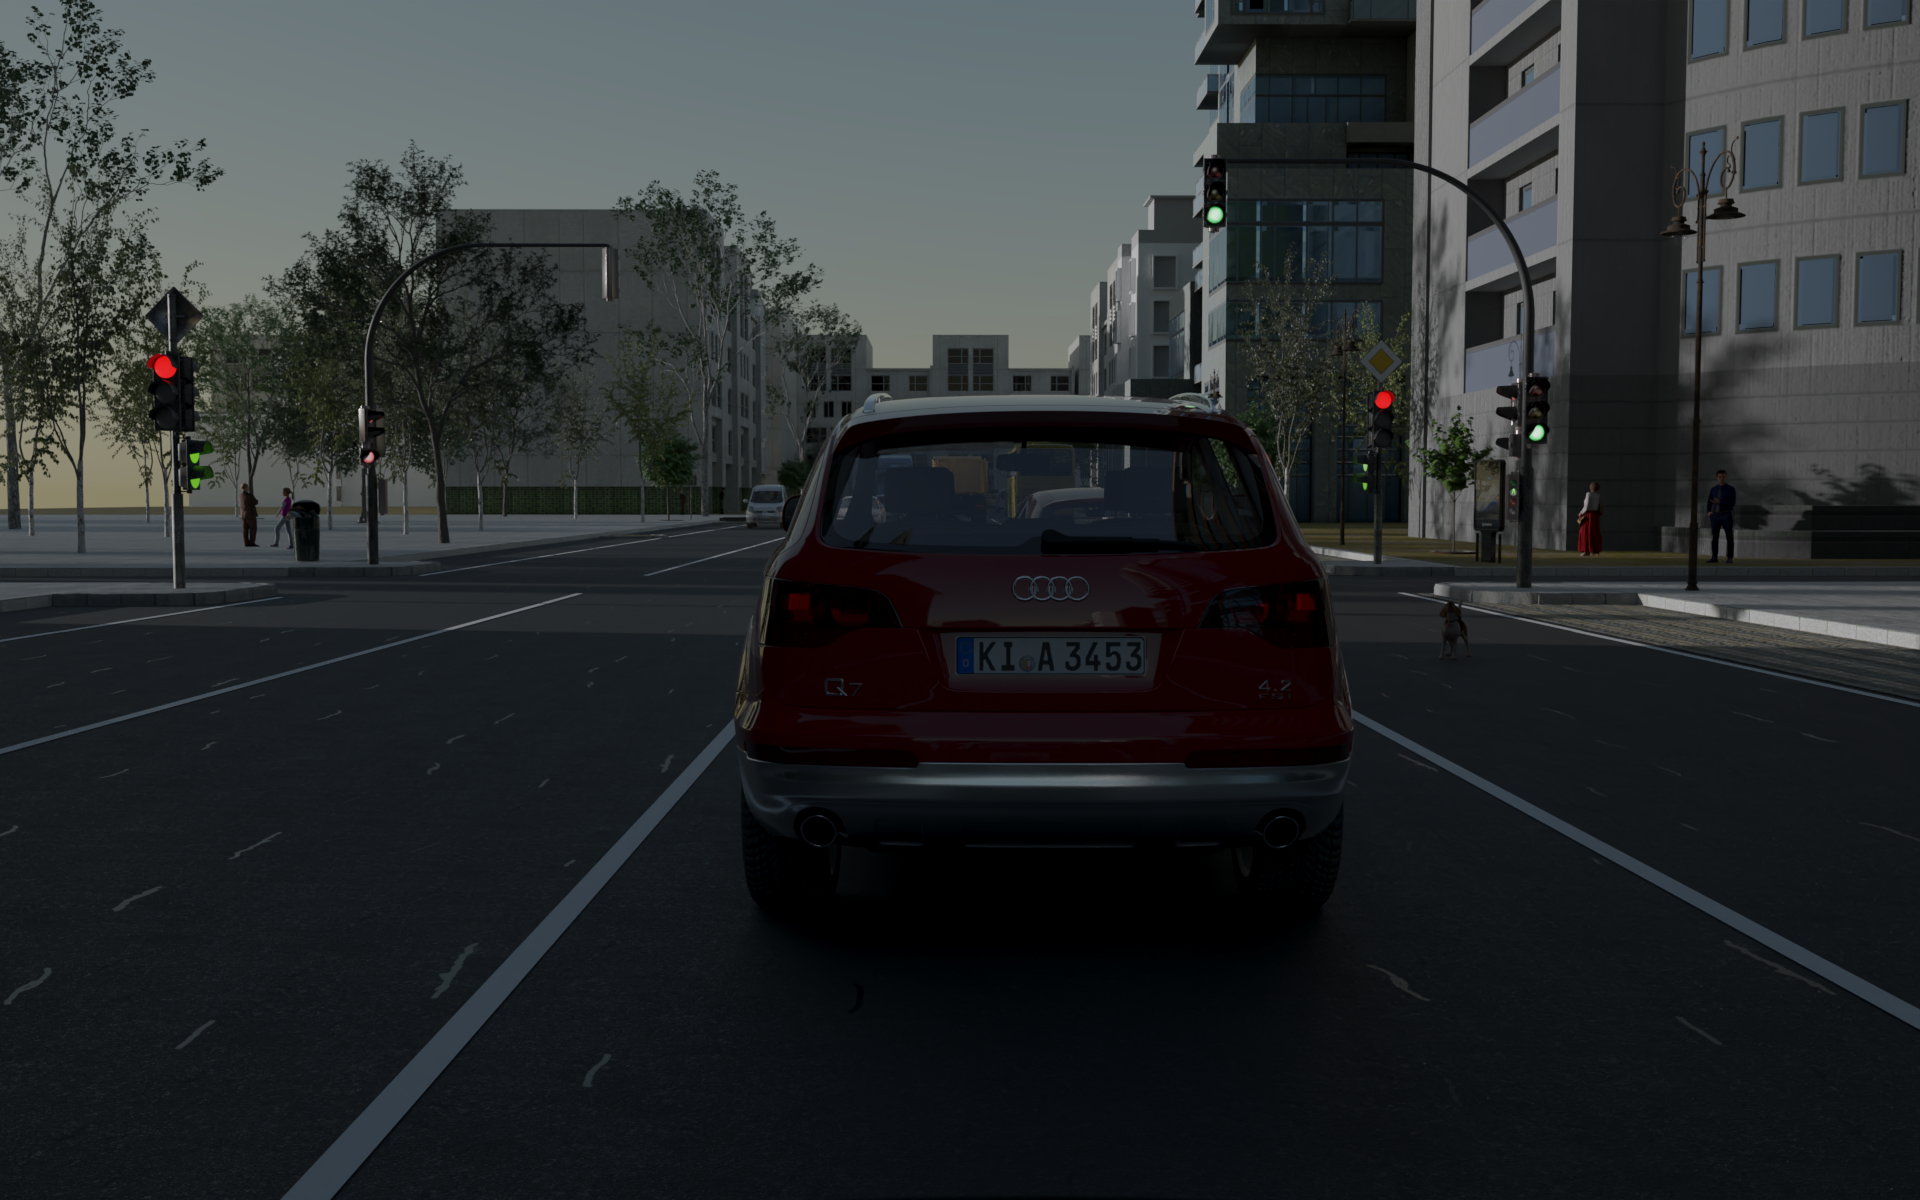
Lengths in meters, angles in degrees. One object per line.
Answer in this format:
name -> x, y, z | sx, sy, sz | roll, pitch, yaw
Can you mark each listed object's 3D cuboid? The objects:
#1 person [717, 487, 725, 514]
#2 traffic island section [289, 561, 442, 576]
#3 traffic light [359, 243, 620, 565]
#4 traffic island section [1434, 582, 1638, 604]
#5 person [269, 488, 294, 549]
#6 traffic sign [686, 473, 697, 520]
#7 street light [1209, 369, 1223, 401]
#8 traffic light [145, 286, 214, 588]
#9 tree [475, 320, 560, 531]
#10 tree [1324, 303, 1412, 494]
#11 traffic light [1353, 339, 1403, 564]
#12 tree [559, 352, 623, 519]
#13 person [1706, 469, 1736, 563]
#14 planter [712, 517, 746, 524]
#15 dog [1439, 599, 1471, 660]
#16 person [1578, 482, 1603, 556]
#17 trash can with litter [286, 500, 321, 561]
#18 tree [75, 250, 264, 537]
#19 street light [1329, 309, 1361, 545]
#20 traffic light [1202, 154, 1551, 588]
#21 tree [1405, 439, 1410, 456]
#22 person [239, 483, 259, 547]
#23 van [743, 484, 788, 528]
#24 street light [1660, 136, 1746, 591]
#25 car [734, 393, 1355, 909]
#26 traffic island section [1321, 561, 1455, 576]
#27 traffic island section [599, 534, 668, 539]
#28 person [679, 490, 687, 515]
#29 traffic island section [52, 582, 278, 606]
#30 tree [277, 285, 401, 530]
person -> -15.209, -6.306, 109.964 | 0.721, 1.723, 1.217 | 0, 4, 5
traffic island section -> -10.724, -0.570, 31.598 | 2.009, 0.180, 2.903 | 0, 4, -1
traffic light -> -8.593, -3.477, 31.517 | 4.771, 5.953, 1.251 | 0, 4, -1
traffic island section -> 7.747, -0.091, 23.770 | 2.009, 0.180, 2.903 | 0, 4, -1
person -> -15.765, -1.887, 40.134 | 0.776, 1.435, 0.726 | 0, 4, -6
traffic sign -> -13.326, -5.115, 85.754 | 0.606, 2.300, 0.079 | 0, 4, 6
street light -> 9.384, -5.583, 64.073 | 0.468, 5.910, 1.993 | 0, 4, -1
traffic light -> -10.613, -2.114, 23.478 | 0.839, 4.253, 0.868 | 0, 4, -1
tree -> -16.868, -6.729, 60.387 | 4.360, 8.622, 3.978 | 0, 3, 0
tree -> 15.999, -7.074, 66.017 | 4.737, 8.622, 4.395 | 0, 3, 0
traffic light -> 7.636, -2.613, 31.641 | 0.839, 4.253, 0.868 | 0, 4, -1
tree -> -19.594, -8.461, 88.692 | 4.360, 8.622, 3.978 | 0, 3, 0
person -> 14.127, -1.558, 32.217 | 0.576, 1.737, 0.504 | 3, 5, 42
planter -> -10.864, -3.833, 83.802 | 1.991, 0.319, 1.994 | 0, 4, -1
dog -> 4.332, 0.253, 15.146 | 0.406, 0.507, 0.540 | -1, 4, -12
person -> 13.103, -1.678, 35.953 | 0.523, 1.526, 0.387 | -2, 4, -24
trash can with litter -> -12.579, -1.334, 33.198 | 0.624, 1.170, 1.055 | -1, 4, -21
tree -> -23.889, -6.187, 51.526 | 4.737, 8.622, 4.395 | 0, 3, 0
street light -> 9.616, -4.319, 43.405 | 0.468, 5.910, 1.993 | 0, 4, -1
traffic light -> 5.616, -2.986, 23.496 | 4.771, 5.953, 1.251 | 0, 4, -1
tree -> 17.329, -4.729, 61.026 | 4.285, 4.588, 4.351 | 0, 3, 0
person -> -17.349, -2.074, 42.230 | 0.482, 1.546, 0.388 | 2, 4, 28
van -> -8.149, -4.073, 73.605 | 2.013, 2.044, 4.112 | 0, 4, -2
street light -> 9.748, -3.064, 22.879 | 0.468, 5.910, 1.993 | 0, 4, -1
car -> 0.292, 0.069, 7.537 | 2.281, 1.827, 5.304 | 0, 4, 1
traffic island section -> 7.676, -0.579, 31.755 | 2.009, 0.180, 2.903 | 0, 4, -1
traffic island section -> -10.616, -2.068, 56.671 | 1.991, 0.108, 1.994 | 0, 4, -1
person -> -16.995, -5.990, 106.254 | 0.388, 1.546, 0.482 | 1, 4, 11
traffic island section -> -10.654, -0.081, 23.613 | 2.009, 0.180, 2.903 | 0, 4, -1
tree -> -22.390, -6.818, 61.837 | 4.737, 8.622, 4.395 | 0, 3, 0
